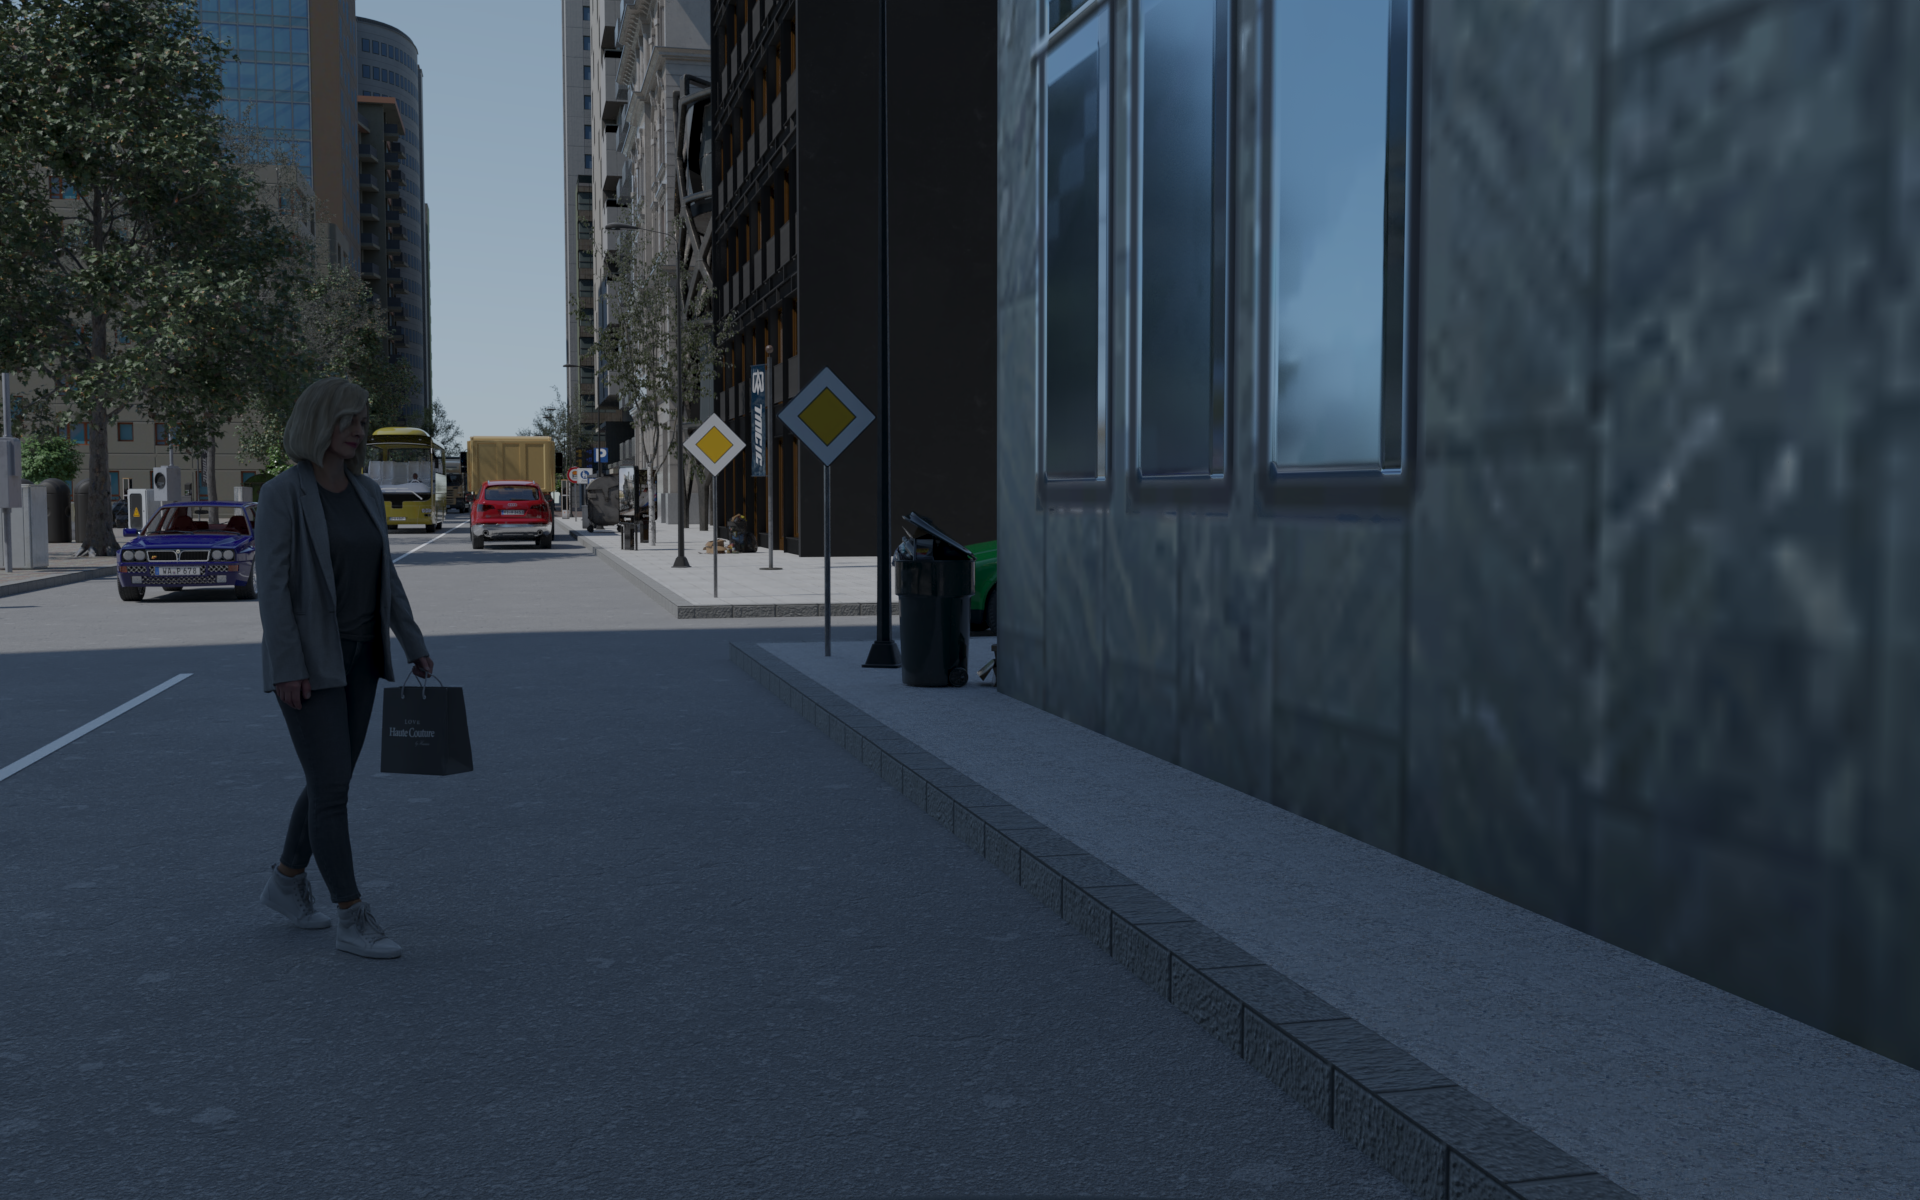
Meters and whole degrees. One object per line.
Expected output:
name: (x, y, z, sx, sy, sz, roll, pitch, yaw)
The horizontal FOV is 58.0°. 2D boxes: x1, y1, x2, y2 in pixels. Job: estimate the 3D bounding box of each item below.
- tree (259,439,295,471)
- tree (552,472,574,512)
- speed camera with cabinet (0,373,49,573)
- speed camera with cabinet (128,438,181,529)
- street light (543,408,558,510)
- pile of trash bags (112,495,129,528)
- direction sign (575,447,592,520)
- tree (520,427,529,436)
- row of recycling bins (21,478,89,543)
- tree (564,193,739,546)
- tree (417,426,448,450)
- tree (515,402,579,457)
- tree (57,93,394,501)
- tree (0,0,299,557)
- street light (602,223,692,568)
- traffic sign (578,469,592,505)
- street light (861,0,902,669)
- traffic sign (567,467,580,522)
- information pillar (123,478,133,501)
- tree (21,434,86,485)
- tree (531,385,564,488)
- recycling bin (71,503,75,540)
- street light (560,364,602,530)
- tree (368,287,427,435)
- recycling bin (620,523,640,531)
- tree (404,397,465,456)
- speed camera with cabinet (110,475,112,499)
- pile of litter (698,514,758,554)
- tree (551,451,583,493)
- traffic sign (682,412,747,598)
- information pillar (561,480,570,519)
tree: (-23.949, -4.048, 60.785, 1.663, 3.219, 1.824, 0, 3, 0)
tree: (-28.973, -8.009, 125.548, 1.663, 3.219, 1.824, 0, 3, 0)
speed camera with cabinet: (-15.926, -2.122, 29.030, 0.660, 3.252, 2.038, -1, 4, -12)
speed camera with cabinet: (-26.633, -3.846, 57.218, 2.038, 3.252, 0.660, 2, 4, 30)
street light: (-21.719, -7.437, 94.131, 1.470, 5.913, 1.316, -1, 4, -14)
pile of trash bags: (-33.595, -3.654, 69.499, 3.447, 1.369, 1.912, 0, 4, -8)
direction sign: (-18.271, -5.639, 84.203, 0.876, 3.537, 0.379, -3, 4, -37)
tree: (-35.810, -12.226, 150.263, 4.360, 8.622, 3.978, 0, 3, 0)
row of recycling bins: (-24.184, -2.348, 45.502, 3.534, 1.692, 1.069, 0, 4, 1)
tree: (-7.550, -5.630, 42.407, 4.360, 8.622, 3.978, 0, 3, 0)
tree: (-54.564, -13.896, 177.563, 4.360, 8.622, 3.978, 0, 3, 0)
tree: (-41.647, -14.704, 174.826, 8.767, 10.594, 7.601, -1, 4, -21)
tree: (-21.903, -8.547, 50.113, 12.009, 13.543, 11.850, 0, 3, 0)
tree: (-17.659, -7.245, 35.471, 9.611, 12.733, 9.660, 0, 3, 0)
street light: (-5.393, -3.511, 29.945, 1.470, 5.913, 1.316, -1, 4, -14)
traffic sign: (-15.030, -4.118, 69.454, 0.606, 2.300, 0.079, -1, 4, -8)
street light: (-1.089, -2.449, 12.586, 1.470, 5.913, 1.316, -1, 4, -14)
traffic sign: (-17.889, -4.924, 80.612, 0.768, 2.556, 0.104, 0, 4, -8)
information pillar: (-38.320, -4.605, 79.789, 0.304, 2.012, 0.304, 0, 4, 7)
tree: (-42.763, -5.952, 81.024, 4.285, 4.588, 4.351, 0, 3, 0)
tree: (-25.239, -9.879, 111.883, 4.360, 8.622, 3.978, 0, 3, 0)
recycling bin: (-25.820, -2.357, 51.083, 0.722, 1.027, 0.722, 3, 5, 41)
street light: (-13.481, -5.476, 62.075, 1.470, 5.913, 1.316, -1, 4, -14)
tree: (-30.965, -10.261, 84.778, 9.611, 12.733, 9.660, 0, 3, 0)
recycling bin: (-11.293, -2.897, 59.919, 0.722, 1.027, 0.722, 3, 4, 38)
tree: (-50.481, -14.099, 164.931, 7.601, 10.594, 8.767, -1, 4, -11)
speed camera with cabinet: (-38.062, -5.002, 76.115, 0.660, 3.252, 2.038, 0, 4, 0)
pile of litter: (-5.072, -1.448, 37.640, 1.176, 0.858, 1.719, 3, 4, 39)
tree: (-29.829, -8.920, 129.554, 4.285, 4.588, 4.351, 0, 3, 0)
traffic sign: (-3.026, -1.084, 21.372, 0.795, 2.450, 0.064, -1, 4, -14)
information pillar: (-20.206, -5.152, 88.731, 0.304, 2.012, 0.304, 1, 4, 11)
